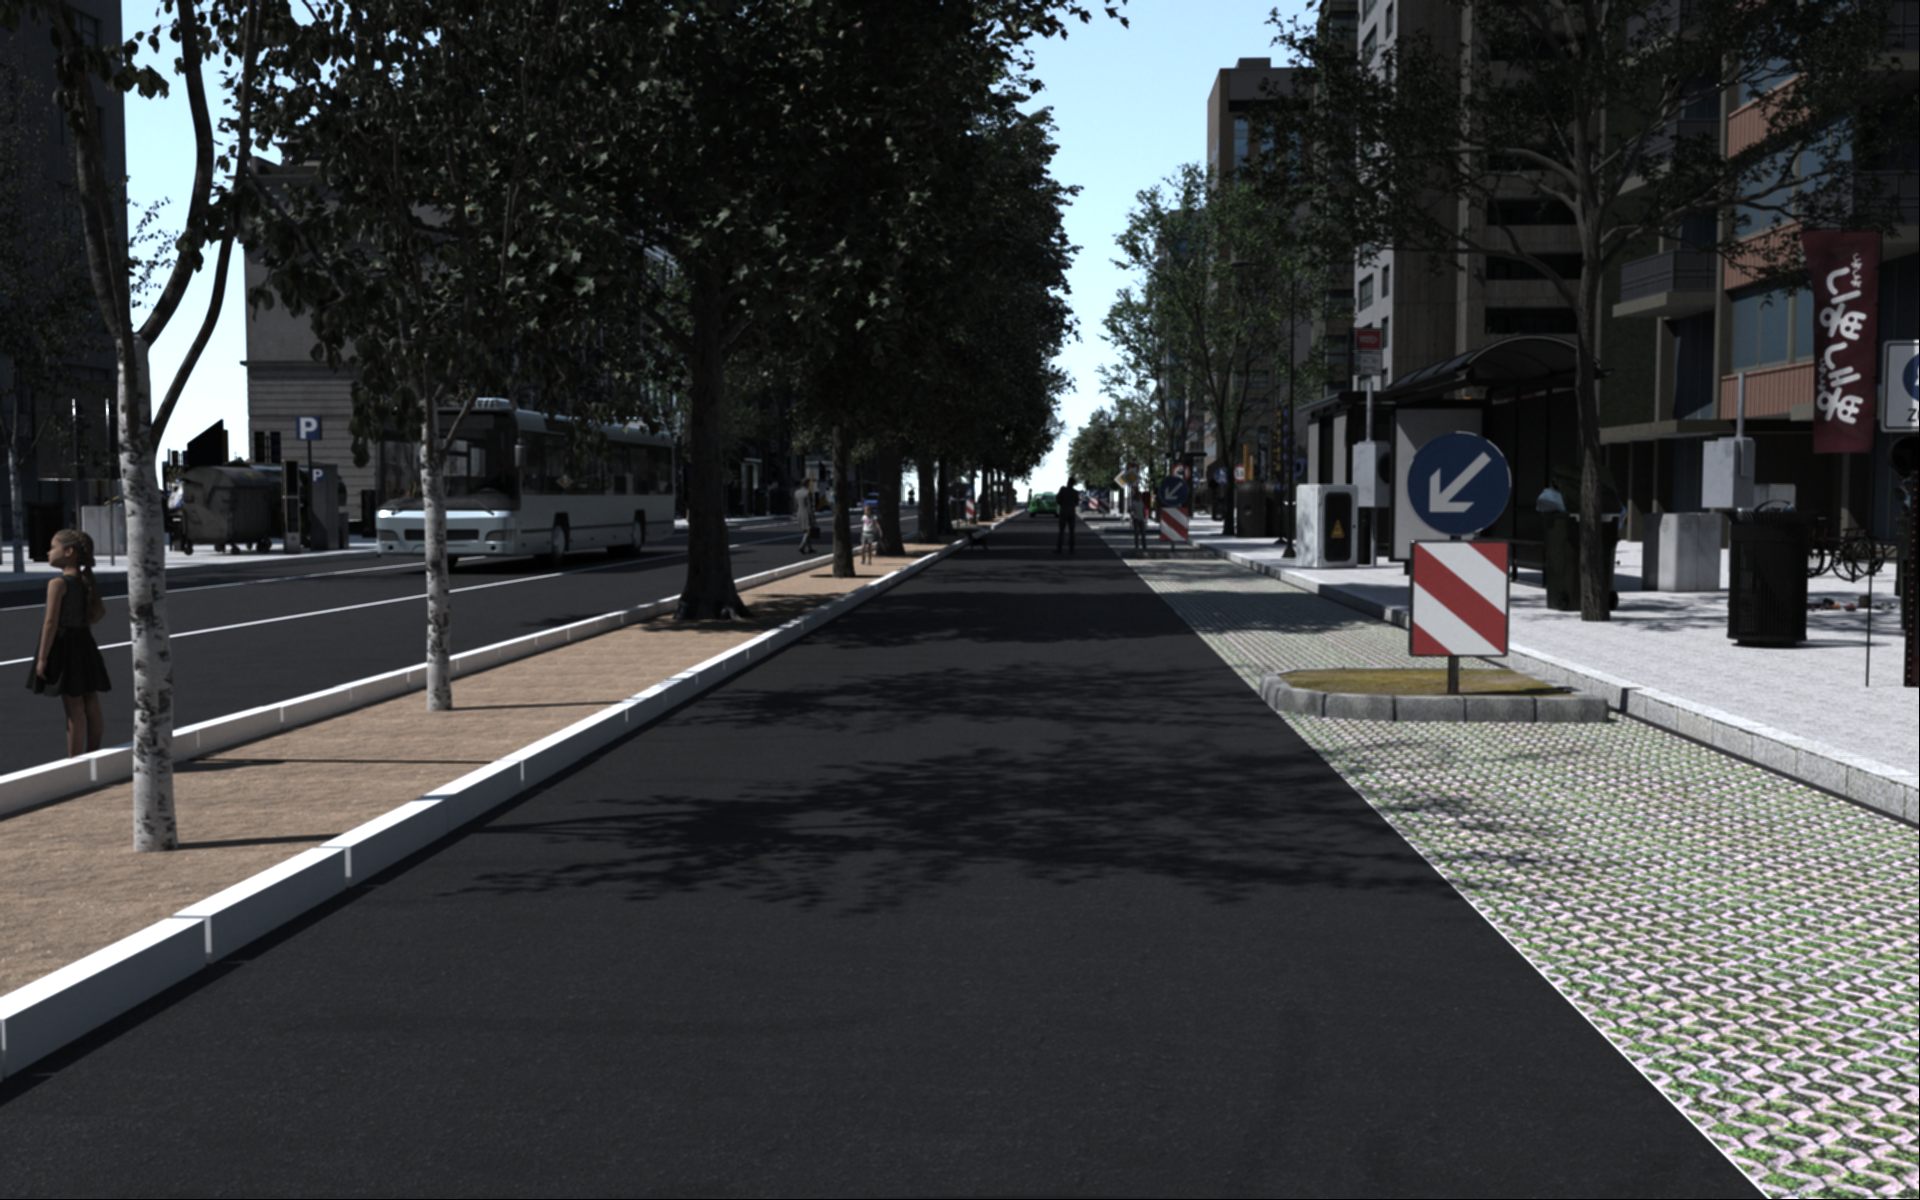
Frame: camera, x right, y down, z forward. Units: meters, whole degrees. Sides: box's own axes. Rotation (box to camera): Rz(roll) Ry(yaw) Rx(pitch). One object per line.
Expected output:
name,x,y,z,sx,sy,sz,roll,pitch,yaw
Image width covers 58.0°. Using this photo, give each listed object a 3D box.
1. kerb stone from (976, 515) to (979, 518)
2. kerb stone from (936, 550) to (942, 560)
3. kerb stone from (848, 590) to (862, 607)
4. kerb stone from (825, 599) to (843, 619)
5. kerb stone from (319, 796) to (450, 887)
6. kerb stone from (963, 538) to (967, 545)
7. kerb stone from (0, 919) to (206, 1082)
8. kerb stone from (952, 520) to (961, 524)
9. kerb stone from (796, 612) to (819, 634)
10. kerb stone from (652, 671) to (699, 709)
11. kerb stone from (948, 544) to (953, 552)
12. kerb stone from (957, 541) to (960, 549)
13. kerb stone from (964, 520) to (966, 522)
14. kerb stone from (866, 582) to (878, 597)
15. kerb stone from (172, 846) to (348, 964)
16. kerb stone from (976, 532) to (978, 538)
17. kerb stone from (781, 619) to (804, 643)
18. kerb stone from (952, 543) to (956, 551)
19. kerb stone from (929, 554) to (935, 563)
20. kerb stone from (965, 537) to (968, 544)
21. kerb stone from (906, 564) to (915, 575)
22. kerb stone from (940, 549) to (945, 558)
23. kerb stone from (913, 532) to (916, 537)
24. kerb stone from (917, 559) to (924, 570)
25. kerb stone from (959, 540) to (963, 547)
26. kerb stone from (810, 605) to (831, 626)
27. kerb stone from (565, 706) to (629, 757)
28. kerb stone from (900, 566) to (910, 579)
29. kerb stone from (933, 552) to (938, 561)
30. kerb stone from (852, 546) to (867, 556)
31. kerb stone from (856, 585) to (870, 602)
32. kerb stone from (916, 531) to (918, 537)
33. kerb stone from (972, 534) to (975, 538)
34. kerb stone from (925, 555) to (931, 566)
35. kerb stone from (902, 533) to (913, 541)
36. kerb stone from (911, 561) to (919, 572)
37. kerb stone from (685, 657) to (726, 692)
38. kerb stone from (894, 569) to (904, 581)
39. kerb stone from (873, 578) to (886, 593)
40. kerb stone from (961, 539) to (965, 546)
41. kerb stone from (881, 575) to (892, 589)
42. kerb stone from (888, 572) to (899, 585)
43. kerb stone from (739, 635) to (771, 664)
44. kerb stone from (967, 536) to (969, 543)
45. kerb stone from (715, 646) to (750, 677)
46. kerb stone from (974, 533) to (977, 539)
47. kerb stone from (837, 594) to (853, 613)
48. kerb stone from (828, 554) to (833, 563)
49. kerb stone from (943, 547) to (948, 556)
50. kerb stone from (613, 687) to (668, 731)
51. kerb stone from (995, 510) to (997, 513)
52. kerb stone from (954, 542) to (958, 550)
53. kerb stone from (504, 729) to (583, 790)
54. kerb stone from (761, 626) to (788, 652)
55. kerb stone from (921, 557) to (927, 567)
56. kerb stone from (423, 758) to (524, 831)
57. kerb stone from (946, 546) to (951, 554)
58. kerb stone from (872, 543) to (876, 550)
kerb stone,1.260,-5.225,107.723,0.120,0.150,1.000,0,4,3
kerb stone,-0.539,-0.930,37.498,0.120,0.150,1.000,0,4,3
kerb stone,-1.402,0.006,22.150,0.120,0.150,1.000,0,4,3
kerb stone,-1.513,0.128,20.107,0.120,0.150,1.000,0,4,3
kerb stone,-2.250,0.941,6.810,0.120,0.150,1.000,0,4,3
kerb stone,0.026,-1.558,47.732,0.120,0.150,1.000,0,4,3
kerb stone,-2.373,1.071,4.750,0.120,0.150,1.000,0,4,3
kerb stone,-0.152,-3.666,82.140,0.120,0.150,1.000,0,4,3
kerb stone,-1.629,0.256,18.059,0.120,0.150,1.000,0,4,3
kerb stone,-1.976,0.630,11.922,0.120,0.150,1.000,0,4,3
kerb stone,-0.317,-1.186,41.590,0.120,0.150,1.000,0,4,3
kerb stone,-0.148,-1.371,44.657,0.120,0.150,1.000,0,4,3
kerb stone,0.128,-3.979,87.251,0.120,0.150,1.000,0,4,3
kerb stone,-1.289,-0.122,24.196,0.120,0.150,1.000,0,4,3
kerb stone,-2.314,1.005,5.780,0.120,0.150,1.000,0,4,3
kerb stone,0.418,-1.999,54.896,0.120,0.150,1.000,0,4,3
kerb stone,-1.688,0.320,17.037,0.120,0.150,1.000,0,4,3
kerb stone,-0.262,-1.249,42.611,0.120,0.150,1.000,0,4,3
kerb stone,-0.664,-0.811,35.456,0.120,0.150,1.000,0,4,3
kerb stone,0.079,-1.625,48.763,0.120,0.150,1.000,0,4,3
kerb stone,-0.942,-0.498,30.336,0.120,0.150,1.000,0,4,3
kerb stone,-0.479,-0.996,38.519,0.120,0.150,1.000,0,4,3
kerb stone,-1.610,-2.070,56.036,0.120,0.150,1.000,0,4,3
kerb stone,-0.827,-0.623,32.383,0.120,0.150,1.000,0,4,3
kerb stone,-0.085,-1.436,45.677,0.120,0.150,1.000,0,4,3
kerb stone,-1.570,0.191,19.080,0.120,0.150,1.000,0,4,3
kerb stone,-2.089,0.757,9.881,0.120,0.150,1.000,0,4,3
kerb stone,-0.995,-0.429,29.315,0.120,0.150,1.000,0,4,3
kerb stone,-0.607,-0.873,36.476,0.120,0.150,1.000,0,4,3
kerb stone,-2.413,-1.192,41.689,0.120,0.150,1.000,0,4,3
kerb stone,-1.346,-0.060,23.176,0.120,0.150,1.000,0,4,3
kerb stone,-1.569,-2.129,57.059,0.120,0.150,1.000,0,4,3
kerb stone,0.304,-1.875,52.855,0.120,0.150,1.000,0,4,3
kerb stone,-0.724,-0.748,34.425,0.120,0.150,1.000,0,4,3
kerb stone,-1.674,-2.004,55.003,0.120,0.150,1.000,0,4,3
kerb stone,-0.890,-0.561,31.363,0.120,0.150,1.000,0,4,3
kerb stone,-1.920,0.567,12.943,0.120,0.150,1.000,0,4,3
kerb stone,-1.063,-0.373,28.295,0.120,0.150,1.000,0,4,3
kerb stone,-1.227,-0.185,25.217,0.120,0.150,1.000,0,4,3
kerb stone,-0.033,-1.499,46.704,0.120,0.150,1.000,0,4,3
kerb stone,-1.172,-0.246,26.243,0.120,0.150,1.000,0,4,3
kerb stone,-1.111,-0.310,27.272,0.120,0.150,1.000,0,4,3
kerb stone,-1.803,0.445,14.987,0.120,0.150,1.000,0,4,3
kerb stone,0.141,-1.688,49.791,0.120,0.150,1.000,0,4,3
kerb stone,-1.863,0.507,13.964,0.120,0.150,1.000,0,4,3
kerb stone,0.372,-1.938,53.875,0.120,0.150,1.000,0,4,3
kerb stone,-1.456,0.065,21.129,0.120,0.150,1.000,0,4,3
kerb stone,-2.757,-0.817,35.548,0.120,0.150,1.000,0,4,3
kerb stone,-0.432,-1.059,39.549,0.120,0.150,1.000,0,4,3
kerb stone,-2.029,0.695,10.902,0.120,0.150,1.000,0,4,3
kerb stone,3.155,-7.298,141.521,0.120,0.150,1.000,0,4,3
kerb stone,-0.208,-1.311,43.636,0.120,0.150,1.000,0,4,3
kerb stone,-2.138,0.816,8.857,0.120,0.150,1.000,0,4,3
kerb stone,-1.747,0.378,16.014,0.120,0.150,1.000,0,4,3
kerb stone,-0.780,-0.686,33.405,0.120,0.150,1.000,0,4,3
kerb stone,-2.198,0.879,7.831,0.120,0.150,1.000,0,4,3
kerb stone,-0.372,-1.121,40.569,0.120,0.150,1.000,0,4,3
kerb stone,-2.299,-1.317,43.730,0.120,0.150,1.000,0,4,3
